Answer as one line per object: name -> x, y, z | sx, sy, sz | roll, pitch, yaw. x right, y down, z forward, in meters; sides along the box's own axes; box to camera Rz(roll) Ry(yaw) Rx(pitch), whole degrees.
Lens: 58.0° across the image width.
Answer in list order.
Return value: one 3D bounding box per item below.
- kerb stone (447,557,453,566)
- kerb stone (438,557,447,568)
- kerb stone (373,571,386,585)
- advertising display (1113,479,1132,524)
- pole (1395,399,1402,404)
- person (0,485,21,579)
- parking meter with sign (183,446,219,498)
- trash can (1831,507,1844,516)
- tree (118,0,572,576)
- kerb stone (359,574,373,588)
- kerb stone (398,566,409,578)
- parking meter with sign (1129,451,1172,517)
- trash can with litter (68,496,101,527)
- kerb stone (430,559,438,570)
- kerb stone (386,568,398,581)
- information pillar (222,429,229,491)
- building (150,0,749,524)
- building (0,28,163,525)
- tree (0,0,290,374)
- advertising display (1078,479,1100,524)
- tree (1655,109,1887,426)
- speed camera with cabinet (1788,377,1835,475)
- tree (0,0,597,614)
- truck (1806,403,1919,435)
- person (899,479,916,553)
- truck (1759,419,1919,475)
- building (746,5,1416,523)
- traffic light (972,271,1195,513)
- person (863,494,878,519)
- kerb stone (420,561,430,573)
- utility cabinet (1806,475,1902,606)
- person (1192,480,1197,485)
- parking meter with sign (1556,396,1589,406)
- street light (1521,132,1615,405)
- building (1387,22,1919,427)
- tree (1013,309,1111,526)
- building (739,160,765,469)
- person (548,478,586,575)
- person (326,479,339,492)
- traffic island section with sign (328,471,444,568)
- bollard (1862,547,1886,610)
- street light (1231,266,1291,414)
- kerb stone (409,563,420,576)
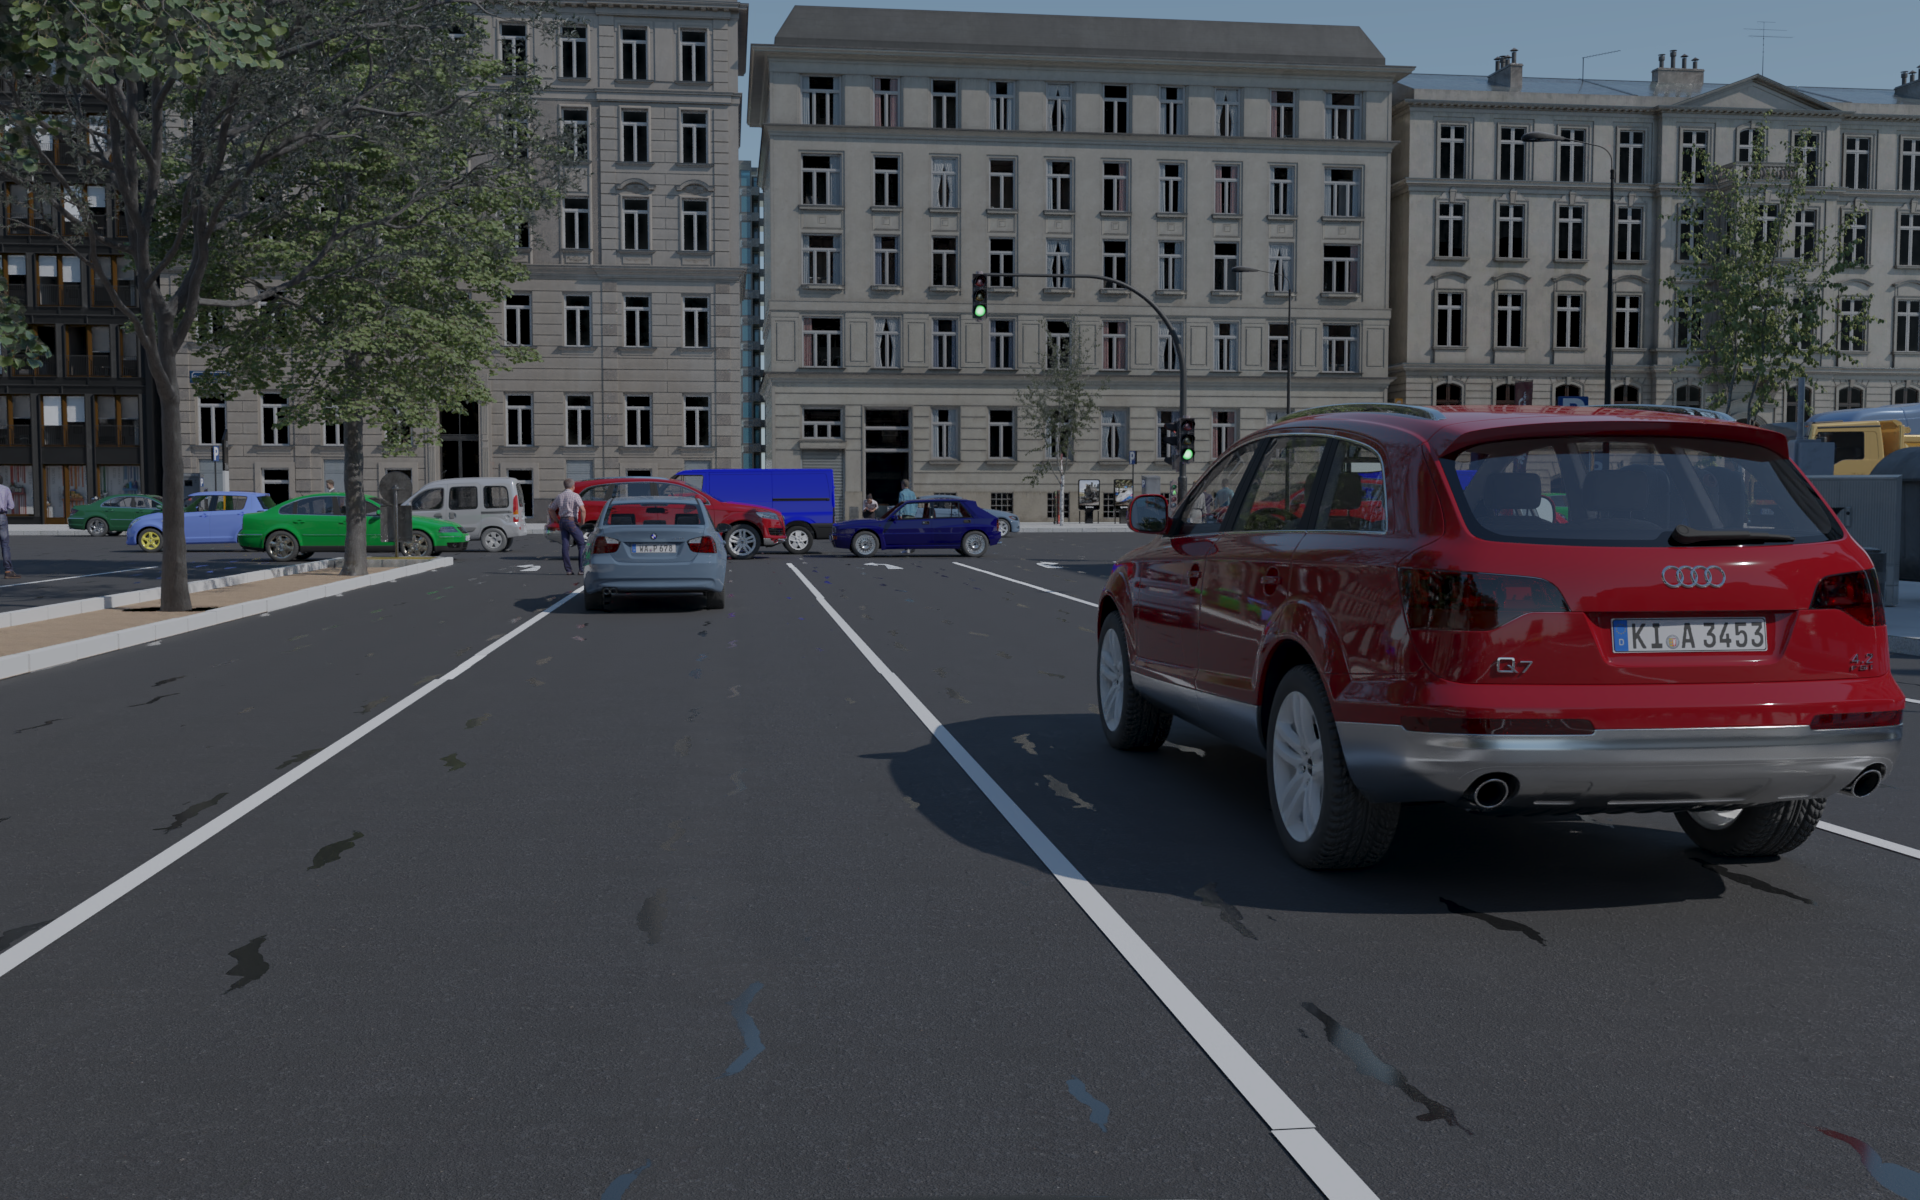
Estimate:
kerb stone -> -10.319, -0.767, 34.773 | 0.120, 0.150, 1.000 | 0, 4, -8
kerb stone -> -10.187, -0.704, 33.756 | 0.120, 0.150, 1.000 | 0, 4, -8
kerb stone -> -9.366, -0.334, 27.653 | 0.120, 0.150, 1.000 | 0, 4, -8
advertising display -> 7.036, -4.241, 74.561 | 0.974, 1.923, 0.123 | -2, 4, -29
pole -> 9.371, -2.646, 37.101 | 0.158, 3.312, 0.155 | 0, 3, 0
person -> -16.353, -1.285, 29.381 | 0.709, 1.838, 0.599 | -2, 4, -27
parking meter with sign -> -27.826, -4.069, 62.796 | 1.738, 3.016, 0.543 | 0, 4, -3
trash can -> 9.210, -0.442, 18.885 | 0.748, 1.137, 0.748 | 0, 3, 0
tree -> -10.741, -6.713, 30.340 | 7.486, 12.596, 7.792 | 0, 3, 0
kerb stone -> -9.237, -0.268, 26.631 | 0.120, 0.150, 1.000 | 0, 4, -8
kerb stone -> -9.644, -0.458, 29.687 | 0.120, 0.150, 1.000 | 0, 4, -8
parking meter with sign -> 7.758, -4.520, 70.165 | 1.738, 3.016, 0.543 | -1, 4, -20
trash can with litter -> -33.397, -3.439, 67.278 | 2.233, 1.210, 1.678 | 2, 4, 26
kerb stone -> -10.053, -0.635, 32.739 | 0.120, 0.150, 1.000 | 0, 4, -8
kerb stone -> -9.500, -0.393, 28.671 | 0.120, 0.150, 1.000 | 0, 4, -8
information pillar -> -26.192, -4.309, 61.801 | 0.183, 3.616, 0.504 | 0, 4, -7
building -> -22.349, -17.267, 79.575 | 25.104, 27.353, 12.463 | 0, 4, -8
building -> -42.728, -15.167, 77.665 | 15.834, 23.373, 12.332 | 0, 4, -8
tree -> -7.993, -6.131, 9.352 | 9.857, 13.997, 8.962 | 0, 3, 0
advertising display -> 5.610, -4.289, 75.337 | 0.974, 1.923, 0.123 | -1, 4, -14
tree -> 15.705, -5.136, 34.328 | 4.737, 8.622, 4.395 | 0, 3, 0
speed camera with cabinet -> 14.343, -2.102, 28.703 | 0.660, 3.252, 2.038 | 0, 4, 7
tree -> -9.502, -6.589, 20.551 | 12.009, 13.543, 11.850 | 0, 3, 0
truck -> 33.922, -3.832, 52.417 | 18.799, 4.110, 2.967 | 0, 4, -8
person -> -1.259, -2.013, 41.764 | 0.601, 1.785, 0.444 | -2, 4, -34
truck -> 25.457, -3.090, 46.450 | 9.791, 3.379, 3.469 | 0, 4, -7
building -> 4.784, -15.413, 85.281 | 30.059, 22.955, 16.112 | 0, 4, -8
traffic light -> 2.571, -3.742, 35.855 | 4.771, 5.953, 1.251 | 0, 4, -8
person -> -2.671, -2.383, 50.647 | 0.628, 1.438, 0.799 | -2, 4, -34
kerb stone -> -9.910, -0.583, 31.722 | 0.120, 0.150, 1.000 | 0, 4, -8
utility cabinet -> 10.183, -0.694, 20.022 | 1.173, 1.500, 0.318 | 3, 4, 38
person -> 6.024, -2.156, 44.109 | 0.694, 1.780, 0.624 | -2, 4, -28
parking meter with sign -> 10.911, -2.071, 30.117 | 0.543, 3.016, 1.738 | 0, 3, 0
street light -> 7.885, -3.052, 22.441 | 1.470, 5.913, 1.316 | 0, 4, -8
building -> 37.036, -16.473, 88.420 | 34.723, 24.649, 14.460 | 0, 4, -8
tree -> 4.080, -7.293, 69.598 | 4.360, 8.622, 3.978 | 0, 3, 0
building -> -42.350, -38.177, 243.798 | 30.456, 49.044, 23.786 | 0, 4, -8
person -> -6.883, -1.300, 30.692 | 0.756, 1.711, 0.436 | 2, 4, 31
person -> -17.122, -2.375, 47.302 | 0.822, 1.834, 0.622 | -3, 5, -41
traffic island section with sign -> -11.347, -1.612, 34.488 | 2.006, 1.907, 1.989 | 0, 4, -8
bollard -> 8.745, -0.127, 16.789 | 0.404, 0.777, 0.398 | 0, 3, 0
street light -> 6.215, -3.854, 35.546 | 1.470, 5.913, 1.316 | 0, 4, -8
kerb stone -> -9.776, -0.520, 30.705 | 0.120, 0.150, 1.000 | 0, 4, -8
